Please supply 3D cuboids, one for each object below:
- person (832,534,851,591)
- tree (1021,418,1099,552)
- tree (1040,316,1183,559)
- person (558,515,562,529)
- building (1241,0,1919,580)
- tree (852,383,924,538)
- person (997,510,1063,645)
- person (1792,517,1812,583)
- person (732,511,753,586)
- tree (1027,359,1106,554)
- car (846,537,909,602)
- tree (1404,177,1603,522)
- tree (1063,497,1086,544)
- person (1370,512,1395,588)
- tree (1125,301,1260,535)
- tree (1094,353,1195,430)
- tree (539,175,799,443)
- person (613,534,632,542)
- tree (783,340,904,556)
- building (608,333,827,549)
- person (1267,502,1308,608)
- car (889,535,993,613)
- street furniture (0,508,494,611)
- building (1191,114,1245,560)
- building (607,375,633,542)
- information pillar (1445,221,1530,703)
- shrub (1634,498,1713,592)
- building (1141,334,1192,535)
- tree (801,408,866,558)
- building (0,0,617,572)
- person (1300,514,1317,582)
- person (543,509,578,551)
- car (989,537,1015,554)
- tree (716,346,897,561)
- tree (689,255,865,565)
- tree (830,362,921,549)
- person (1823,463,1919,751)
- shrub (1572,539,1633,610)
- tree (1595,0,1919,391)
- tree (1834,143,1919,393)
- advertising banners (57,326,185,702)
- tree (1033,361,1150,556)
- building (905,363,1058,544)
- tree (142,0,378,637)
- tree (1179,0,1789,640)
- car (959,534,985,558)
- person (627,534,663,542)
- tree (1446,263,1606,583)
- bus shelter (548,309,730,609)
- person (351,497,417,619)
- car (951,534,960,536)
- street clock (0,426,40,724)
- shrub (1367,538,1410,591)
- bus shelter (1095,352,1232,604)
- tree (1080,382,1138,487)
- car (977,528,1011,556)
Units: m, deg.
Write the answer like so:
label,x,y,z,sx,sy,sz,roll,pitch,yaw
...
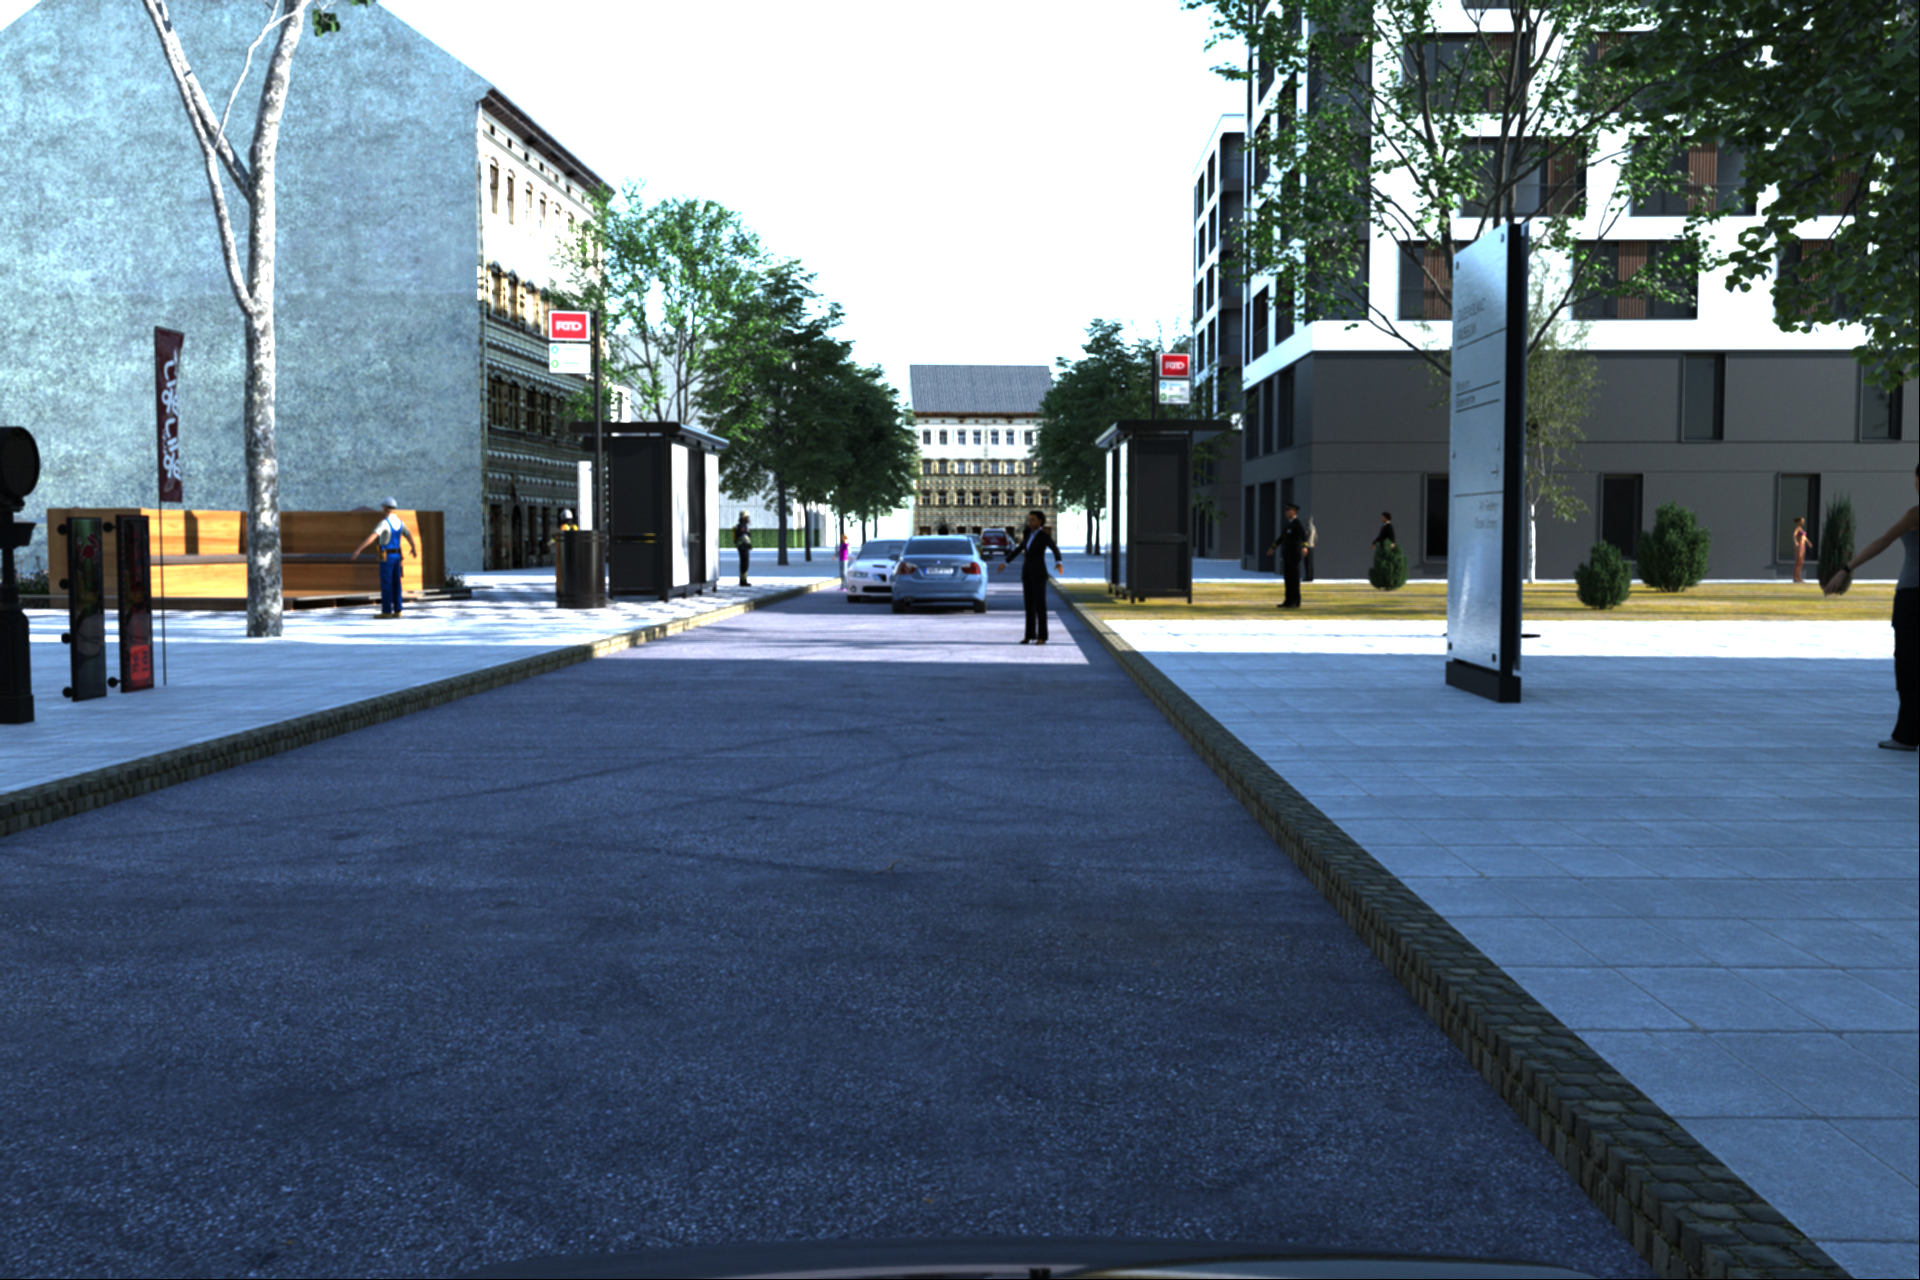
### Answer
label,x,y,z,sx,sy,sz,roll,pitch,yaw
person,-3.000,-1.964,43.841,0.599,1.433,0.991,-2,4,-28
tree,9.613,-13.115,124.794,12.009,13.543,11.850,0,3,0
tree,7.874,-10.562,90.809,7.486,12.596,7.792,0,3,0
person,-10.579,-2.468,46.493,0.704,1.843,1.345,0,4,6
building,24.121,-13.457,63.989,27.936,21.610,32.646,0,4,1
tree,-6.359,-12.956,129.956,7.486,12.596,7.792,0,3,0
person,0.920,-0.812,22.453,0.721,1.740,1.216,-3,5,-39
person,22.290,-2.388,45.840,0.721,1.733,1.217,3,5,42
person,-5.277,-2.248,42.534,0.705,1.856,1.354,-1,4,-12
tree,7.983,-11.893,112.572,7.486,12.596,7.792,0,3,0
car,-1.406,-1.560,37.860,2.083,1.381,4.827,0,4,2
tree,11.569,-5.234,35.936,4.360,8.622,3.978,0,3,0
tree,15.304,-16.456,219.409,4.360,8.622,3.978,0,3,0
person,10.202,-2.167,41.616,0.705,1.806,1.347,0,4,-8
tree,6.988,-6.373,54.557,4.737,8.622,4.395,0,3,0
tree,7.692,-7.397,71.306,4.737,8.622,4.395,0,3,0
tree,-8.241,-7.624,50.400,9.928,11.665,9.643,0,3,0
person,-11.477,-3.278,59.814,1.346,1.802,0.704,1,4,13
tree,-7.125,-11.260,102.223,7.486,12.596,7.792,0,3,0
building,-22.731,-18.448,168.086,16.747,18.905,31.486,0,4,1
person,5.757,-1.483,30.184,0.705,1.837,1.347,-1,4,-17
car,-0.368,-1.272,32.794,2.014,1.417,4.499,0,4,0
street furniture,-13.610,-1.634,33.564,11.010,1.723,9.812,1,4,13
building,27.173,-15.686,100.441,27.936,21.610,32.646,0,4,2
building,-22.165,-9.253,93.428,9.099,9.664,28.070,0,4,1
information pillar,4.207,-1.380,13.877,0.184,3.620,1.656,0,4,2
shrub,15.751,-2.097,38.320,1.661,2.075,1.752,0,3,0
building,26.820,-20.449,165.263,19.493,23.208,18.063,0,4,2
tree,-6.762,-8.734,93.169,4.737,8.622,4.395,0,3,0
building,-25.133,-14.486,67.777,19.493,23.208,18.063,0,4,2
person,9.322,-2.468,46.472,0.705,1.813,1.348,2,4,32
person,-9.224,-2.128,40.566,0.705,1.858,1.354,2,4,29
car,2.953,-6.881,124.502,2.014,1.417,4.499,0,4,0
tree,-7.164,-8.998,81.523,8.767,10.594,7.601,-1,4,-9
tree,-7.495,-9.329,70.663,7.486,12.596,7.792,0,3,0
tree,-6.247,-12.035,114.906,7.486,12.596,7.792,0,3,0
person,5.719,-0.217,10.356,1.217,1.737,0.721,-1,4,-14
shrub,10.927,-1.121,29.446,1.383,1.207,1.383,0,3,0
tree,6.209,-5.460,7.396,7.486,12.596,7.792,0,3,0
tree,15.635,-4.700,27.205,4.737,8.622,4.395,0,3,0
advertising banners,-6.757,-1.096,14.104,0.090,3.025,2.074,0,4,1
tree,8.143,-10.847,103.098,9.928,11.665,9.643,0,3,0
building,2.454,-23.800,222.507,18.063,23.208,19.493,0,4,-4
tree,-9.893,-10.159,21.981,12.611,20.169,13.585,0,3,0
tree,6.592,-5.850,21.406,9.928,11.665,9.643,0,3,0
car,0.520,-5.733,103.965,2.015,1.641,3.980,0,4,1
person,-7.450,-2.115,41.044,1.216,1.772,0.721,-3,5,-43
tree,15.066,-5.797,45.144,4.360,8.622,3.978,0,3,0
bus shelter,-6.230,-3.431,33.734,2.179,5.291,8.768,0,4,1
person,-8.695,-1.254,26.354,0.705,1.847,1.347,2,4,24
car,0.046,-6.489,117.894,2.131,1.459,4.920,0,4,2
street clock,-6.433,-0.437,11.709,0.358,2.002,0.471,0,4,1
shrub,9.685,-1.714,39.146,1.383,1.207,1.383,0,3,0
bus shelter,3.993,-3.564,35.902,2.179,5.291,8.768,0,4,1
tree,7.699,-8.170,83.941,4.360,8.622,3.978,0,3,0
car,2.251,-6.512,115.140,2.281,1.827,5.304,0,4,1
